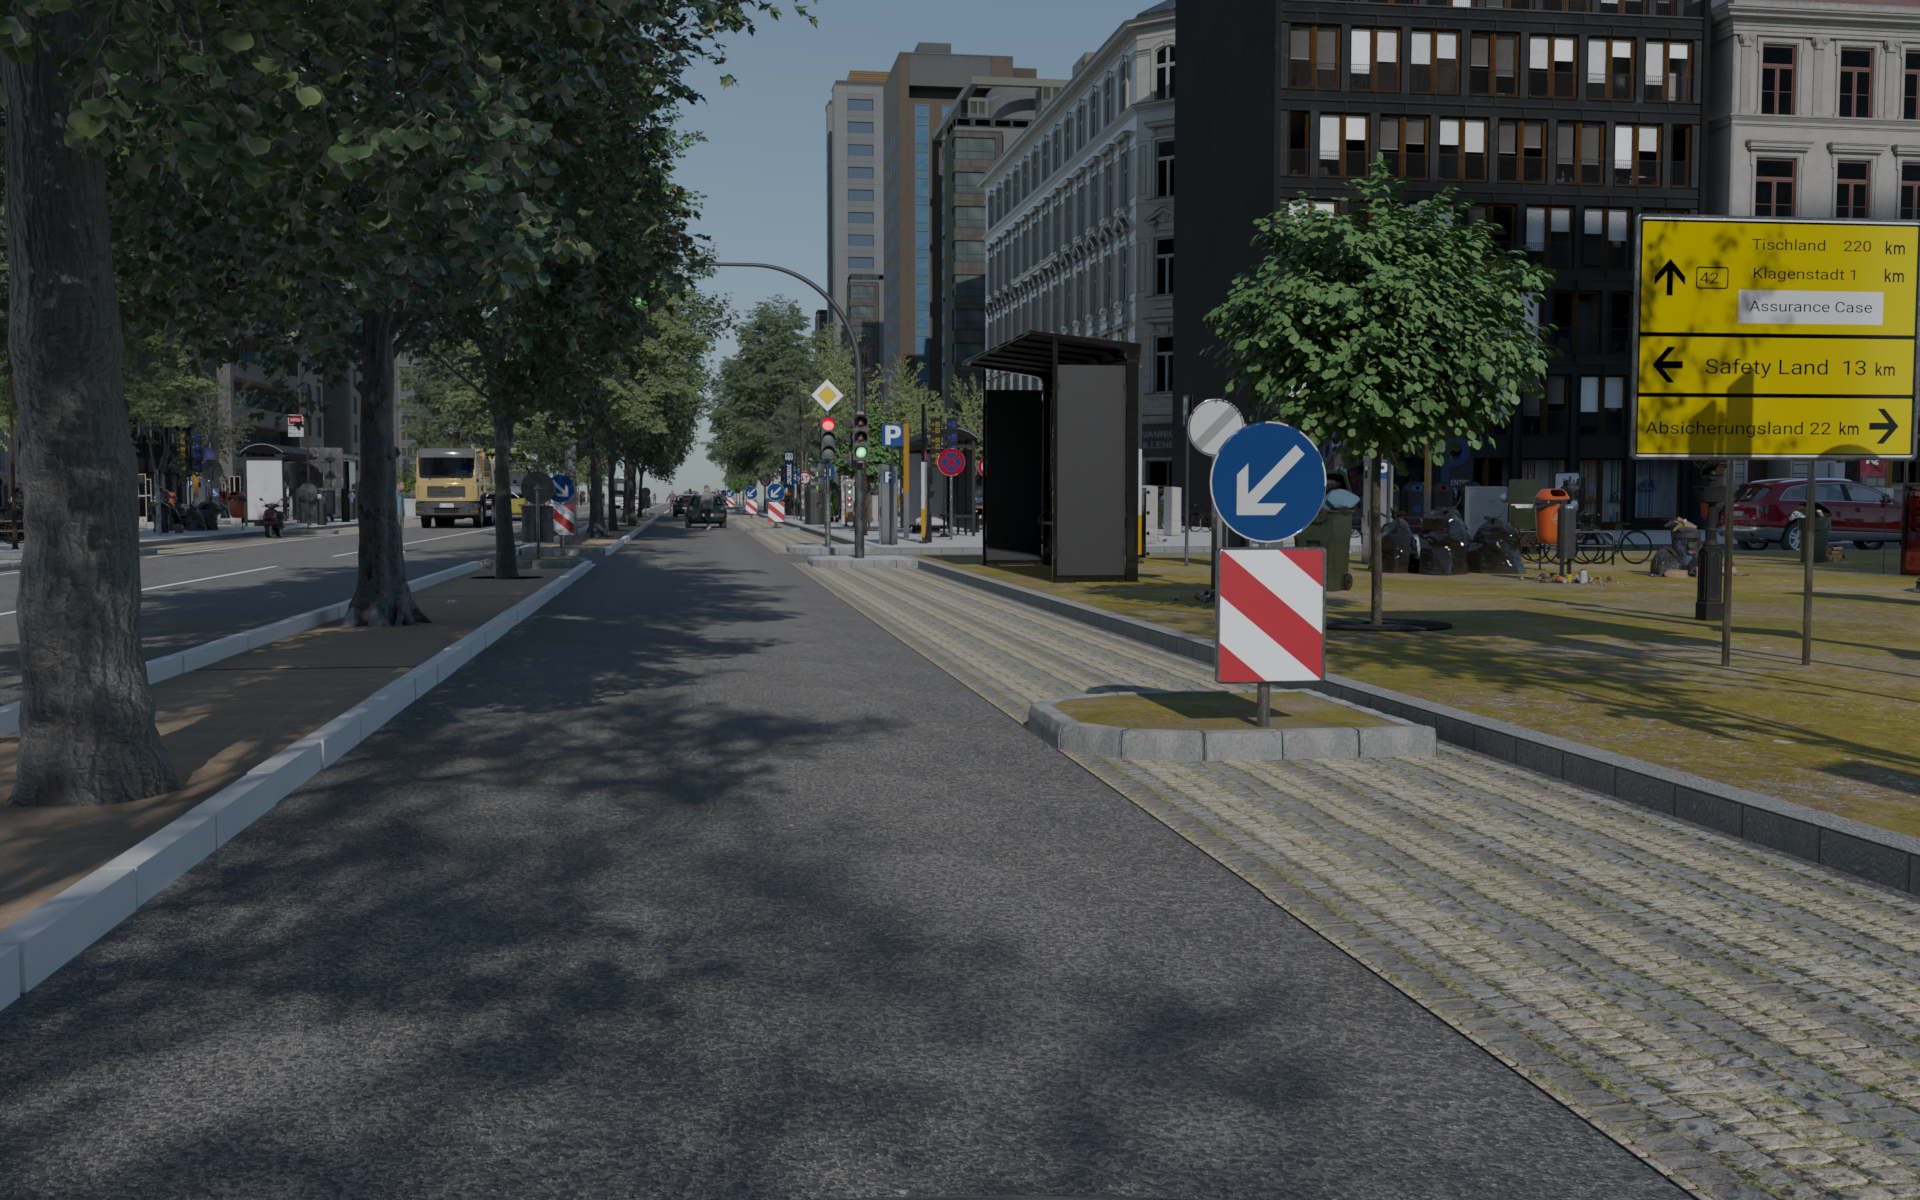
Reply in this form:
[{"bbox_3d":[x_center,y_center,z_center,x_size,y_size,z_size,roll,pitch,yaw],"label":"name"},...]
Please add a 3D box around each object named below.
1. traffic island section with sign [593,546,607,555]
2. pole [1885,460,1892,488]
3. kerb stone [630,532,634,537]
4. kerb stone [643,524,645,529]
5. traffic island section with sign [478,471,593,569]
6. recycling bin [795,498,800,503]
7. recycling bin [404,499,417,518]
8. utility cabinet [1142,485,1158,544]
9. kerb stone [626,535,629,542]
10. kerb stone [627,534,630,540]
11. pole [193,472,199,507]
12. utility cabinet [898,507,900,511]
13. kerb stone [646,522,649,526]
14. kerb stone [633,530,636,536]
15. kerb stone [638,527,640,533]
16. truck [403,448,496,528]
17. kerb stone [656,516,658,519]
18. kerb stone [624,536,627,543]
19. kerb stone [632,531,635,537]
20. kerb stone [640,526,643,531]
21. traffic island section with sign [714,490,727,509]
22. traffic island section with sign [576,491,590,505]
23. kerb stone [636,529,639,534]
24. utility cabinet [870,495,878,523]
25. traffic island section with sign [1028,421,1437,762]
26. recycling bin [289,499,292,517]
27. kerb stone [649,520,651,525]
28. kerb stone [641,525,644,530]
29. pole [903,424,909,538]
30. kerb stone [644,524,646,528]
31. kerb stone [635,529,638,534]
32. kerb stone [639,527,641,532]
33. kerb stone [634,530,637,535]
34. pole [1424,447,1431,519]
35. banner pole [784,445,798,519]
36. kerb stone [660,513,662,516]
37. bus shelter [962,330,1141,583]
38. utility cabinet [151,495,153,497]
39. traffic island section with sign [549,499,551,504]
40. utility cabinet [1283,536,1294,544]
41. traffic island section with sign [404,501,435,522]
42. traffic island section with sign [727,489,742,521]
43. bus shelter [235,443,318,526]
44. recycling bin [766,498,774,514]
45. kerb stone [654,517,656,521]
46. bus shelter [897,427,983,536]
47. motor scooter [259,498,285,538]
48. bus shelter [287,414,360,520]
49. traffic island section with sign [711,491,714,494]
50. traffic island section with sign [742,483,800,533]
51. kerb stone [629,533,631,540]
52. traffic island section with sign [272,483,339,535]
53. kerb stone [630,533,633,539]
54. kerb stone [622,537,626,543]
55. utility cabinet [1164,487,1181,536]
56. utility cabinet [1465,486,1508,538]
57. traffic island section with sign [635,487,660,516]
[{"bbox_3d":[-9.453,-2.025,41.245,2.006,1.907,1.989,-1,4,-9],"label":"traffic island section with sign"},{"bbox_3d":[28.712,-3.653,53.574,0.158,3.312,0.155,0,3,0],"label":"pole"},{"bbox_3d":[-10.460,-1.983,54.671,0.120,0.150,1.000,-1,4,-9],"label":"kerb stone"},{"bbox_3d":[-12.500,-2.788,67.839,0.120,0.150,1.000,-1,4,-9],"label":"kerb stone"},{"bbox_3d":[-8.327,-1.577,33.924,2.006,1.907,1.989,-1,4,-9],"label":"traffic island section with sign"},{"bbox_3d":[-10.672,-6.220,114.259,0.722,1.027,0.722,-2,4,-29],"label":"recycling bin"},{"bbox_3d":[-30.329,-5.051,95.130,0.722,1.027,0.722,-3,4,-38],"label":"recycling bin"},{"bbox_3d":[4.475,-2.158,43.970,1.173,1.500,0.318,-2,4,-32],"label":"utility cabinet"},{"bbox_3d":[-9.825,-1.737,50.617,0.120,0.150,1.000,-1,4,-9],"label":"kerb stone"},{"bbox_3d":[-9.991,-1.801,51.635,0.120,0.150,1.000,-1,4,-9],"label":"kerb stone"},{"bbox_3d":[-29.071,-4.405,65.863,0.158,3.312,0.155,0,3,0],"label":"pole"},{"bbox_3d":[-4.387,-6.217,110.326,1.173,1.500,0.318,1,4,13],"label":"utility cabinet"},{"bbox_3d":[-13.280,-3.099,72.895,0.120,0.150,1.000,-1,4,-9],"label":"kerb stone"},{"bbox_3d":[-10.771,-2.110,56.691,0.120,0.150,1.000,-1,4,-9],"label":"kerb stone"},{"bbox_3d":[-11.558,-2.419,61.740,0.120,0.150,1.000,-1,4,-9],"label":"kerb stone"},{"bbox_3d":[-21.819,-4.849,75.201,3.469,3.379,9.791,-1,4,-10],"label":"truck"},{"bbox_3d":[-16.116,-4.212,91.115,0.120,0.150,1.000,-1,4,-9],"label":"kerb stone"},{"bbox_3d":[-9.680,-1.673,49.602,0.120,0.150,1.000,-1,4,-9],"label":"kerb stone"},{"bbox_3d":[-10.614,-2.048,55.681,0.120,0.150,1.000,-1,4,-9],"label":"kerb stone"},{"bbox_3d":[-12.029,-2.603,64.784,0.120,0.150,1.000,-1,4,-9],"label":"kerb stone"},{"bbox_3d":[-18.747,-8.059,140.385,1.989,1.847,2.006,-1,4,-9],"label":"traffic island section with sign"},{"bbox_3d":[-47.794,-12.921,219.888,1.989,1.847,2.006,-1,4,-9],"label":"traffic island section with sign"},{"bbox_3d":[-11.237,-2.295,59.721,0.120,0.150,1.000,-1,4,-9],"label":"kerb stone"},{"bbox_3d":[-3.964,-4.100,78.199,0.306,1.237,1.020,-1,4,-18],"label":"utility cabinet"},{"bbox_3d":[1.462,-0.096,10.196,1.989,1.847,2.006,-1,4,-9],"label":"traffic island section with sign"},{"bbox_3d":[-37.788,-5.189,97.390,0.722,1.027,0.722,2,4,24],"label":"recycling bin"},{"bbox_3d":[-13.910,-3.349,76.947,0.120,0.150,1.000,-1,4,-9],"label":"kerb stone"},{"bbox_3d":[-12.183,-2.663,65.797,0.120,0.150,1.000,-1,4,-9],"label":"kerb stone"},{"bbox_3d":[-1.557,-3.444,50.145,0.158,3.312,0.155,0,3,0],"label":"pole"},{"bbox_3d":[-12.652,-2.844,68.850,0.120,0.150,1.000,-1,4,-9],"label":"kerb stone"},{"bbox_3d":[-11.085,-2.233,58.711,0.120,0.150,1.000,-1,4,-9],"label":"kerb stone"},{"bbox_3d":[-11.714,-2.480,62.754,0.120,0.150,1.000,-1,4,-9],"label":"kerb stone"},{"bbox_3d":[-10.933,-2.172,57.700,0.120,0.150,1.000,-1,4,-9],"label":"kerb stone"},{"bbox_3d":[14.542,-3.670,53.840,0.158,3.312,0.155,0,3,0],"label":"pole"},{"bbox_3d":[-8.513,-5.989,87.943,0.863,3.779,0.401,-1,4,-13],"label":"banner pole"},{"bbox_3d":[-17.998,-4.958,103.265,0.120,0.150,1.000,-1,4,-9],"label":"kerb stone"},{"bbox_3d":[1.367,-2.247,28.014,1.731,3.624,6.357,-1,4,-9],"label":"bus shelter"},{"bbox_3d":[-39.376,-4.489,84.555,0.306,1.237,1.020,-3,4,-39],"label":"utility cabinet"},{"bbox_3d":[-39.354,-9.595,165.502,1.989,1.847,2.006,-1,4,-9],"label":"traffic island section with sign"},{"bbox_3d":[8.240,-2.164,44.068,1.173,1.500,0.318,-3,5,-44],"label":"utility cabinet"},{"bbox_3d":[-27.357,-4.865,88.176,1.989,1.847,2.006,-1,4,-9],"label":"traffic island section with sign"},{"bbox_3d":[-11.193,-5.085,91.769,1.989,1.847,2.006,-1,4,-9],"label":"traffic island section with sign"},{"bbox_3d":[-28.272,-4.766,71.853,2.014,3.302,5.546,-1,4,-9],"label":"bus shelter"},{"bbox_3d":[-12.308,-6.215,114.168,0.722,1.027,0.722,-3,5,-44],"label":"recycling bin"},{"bbox_3d":[-15.490,-3.967,87.058,0.120,0.150,1.000,-1,4,-9],"label":"kerb stone"},{"bbox_3d":[-0.668,-3.717,54.704,2.014,3.302,5.546,-1,4,-9],"label":"bus shelter"},{"bbox_3d":[-22.674,-2.719,57.228,0.815,1.314,1.986,-1,4,-9],"label":"motor scooter"},{"bbox_3d":[-33.067,-6.863,89.835,2.179,5.291,8.768,-1,4,-9],"label":"bus shelter"},{"bbox_3d":[-23.022,-9.749,168.017,1.989,1.847,2.006,-1,4,-9],"label":"traffic island section with sign"},{"bbox_3d":[-7.046,-3.446,64.969,1.989,1.847,2.006,-1,4,-9],"label":"traffic island section with sign"},{"bbox_3d":[-10.145,-1.861,52.647,0.120,0.150,1.000,-1,4,-9],"label":"kerb stone"},{"bbox_3d":[-23.222,-3.236,61.539,1.989,1.847,2.006,-1,4,-9],"label":"traffic island section with sign"},{"bbox_3d":[-10.296,-1.920,53.659,0.120,0.150,1.000,-1,4,-9],"label":"kerb stone"},{"bbox_3d":[-9.517,-1.615,48.593,0.120,0.150,1.000,-1,4,-9],"label":"kerb stone"},{"bbox_3d":[6.542,-2.726,53.246,0.318,1.500,1.173,0,4,-5],"label":"utility cabinet"},{"bbox_3d":[15.163,-2.520,49.889,1.173,1.500,0.318,-1,4,-8],"label":"utility cabinet"},{"bbox_3d":[-20.983,-6.566,115.497,2.006,1.907,1.989,-1,4,-9],"label":"traffic island section with sign"}]
